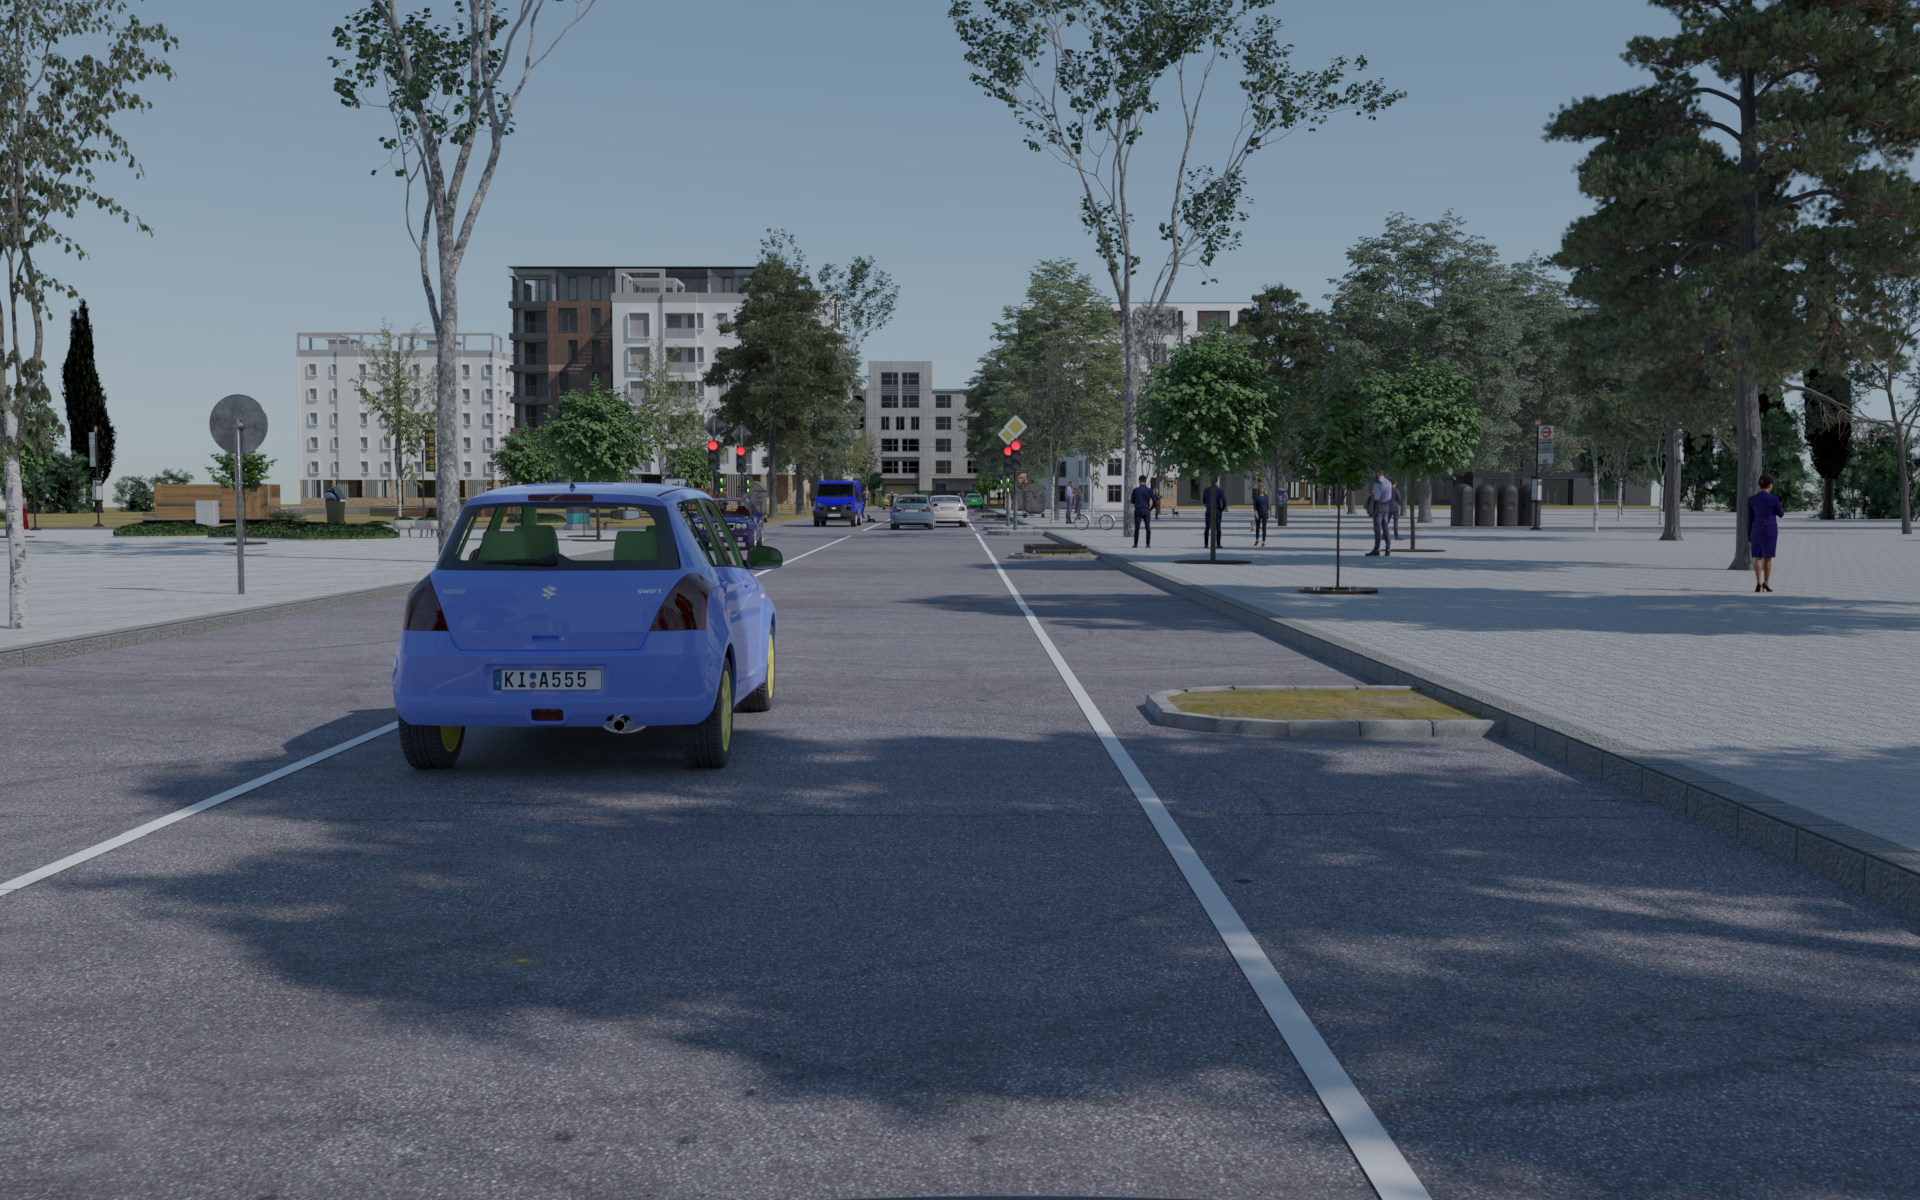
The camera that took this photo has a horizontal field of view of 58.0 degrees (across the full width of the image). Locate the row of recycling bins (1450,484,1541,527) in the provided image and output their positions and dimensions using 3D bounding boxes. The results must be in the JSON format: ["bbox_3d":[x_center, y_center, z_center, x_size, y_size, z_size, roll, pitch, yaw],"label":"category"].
[{"bbox_3d":[21.238,-3.759,68.572,3.534,1.692,1.069,0,4,-3],"label":"row of recycling bins"}]

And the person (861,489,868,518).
[{"bbox_3d":[-5.653,-5.670,101.902,0.504,1.737,0.576,1,4,9],"label":"person"}]

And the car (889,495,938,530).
[{"bbox_3d":[-1.902,-3.570,70.372,2.014,1.417,4.499,0,4,1],"label":"car"}]

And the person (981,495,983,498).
[{"bbox_3d":[2.875,-13.079,219.748,0.599,1.838,0.709,2,4,24],"label":"person"}]

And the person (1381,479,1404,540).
[{"bbox_3d":[11.959,-2.502,47.874,0.530,1.710,0.541,-2,4,-30],"label":"person"}]

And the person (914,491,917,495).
[{"bbox_3d":[-4.533,-10.047,173.484,0.721,1.736,1.217,2,4,25],"label":"person"}]

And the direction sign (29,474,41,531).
[{"bbox_3d":[-32.593,-4.217,60.943,0.379,3.537,0.876,-1,4,-12],"label":"direction sign"}]

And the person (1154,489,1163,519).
[{"bbox_3d":[10.004,-4.847,87.557,0.388,1.546,0.482,3,5,39],"label":"person"}]

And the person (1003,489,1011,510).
[{"bbox_3d":[3.845,-8.181,140.465,0.621,1.740,0.551,2,4,26],"label":"person"}]

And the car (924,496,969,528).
[{"bbox_3d":[-0.648,-3.868,75.595,2.083,1.381,4.827,0,4,-2],"label":"car"}]

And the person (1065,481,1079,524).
[{"bbox_3d":[4.820,-4.175,74.169,0.599,1.838,0.709,1,4,14],"label":"person"}]

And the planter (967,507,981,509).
[{"bbox_3d":[1.405,-9.160,170.897,1.991,0.319,1.994,0,4,0],"label":"planter"}]

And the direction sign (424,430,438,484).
[{"bbox_3d":[-18.404,-4.227,61.109,0.876,3.537,0.379,-1,4,-16],"label":"direction sign"}]

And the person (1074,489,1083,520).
[{"bbox_3d":[5.781,-4.656,84.377,0.429,1.552,0.499,1,4,10],"label":"person"}]

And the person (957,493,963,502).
[{"bbox_3d":[-0.007,-6.581,118.798,0.574,1.496,0.600,3,4,37],"label":"person"}]

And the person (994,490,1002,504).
[{"bbox_3d":[4.835,-12.778,214.984,1.348,1.821,0.705,-1,4,-13],"label":"person"}]

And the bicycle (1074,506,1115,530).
[{"bbox_3d":[4.787,-2.943,61.336,1.543,0.972,0.635,1,4,21],"label":"bicycle"}]

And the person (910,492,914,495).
[{"bbox_3d":[-5.823,-12.418,212.269,1.217,1.736,0.721,-2,4,-27],"label":"person"}]

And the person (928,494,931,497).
[{"bbox_3d":[-2.634,-8.092,143.996,0.799,1.438,0.628,2,4,32],"label":"person"}]

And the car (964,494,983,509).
[{"bbox_3d":[1.311,-9.429,162.967,1.959,1.807,4.718,0,4,1],"label":"car"}]

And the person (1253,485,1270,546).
[{"bbox_3d":[7.390,-2.084,42.657,0.480,1.512,0.613,-1,4,-22],"label":"person"}]

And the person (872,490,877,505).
[{"bbox_3d":[-10.190,-12.226,206.464,0.721,1.766,1.217,1,4,17],"label":"person"}]

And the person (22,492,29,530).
[{"bbox_3d":[-34.803,-3.253,64.150,0.523,1.526,0.387,-2,4,-31],"label":"person"}]

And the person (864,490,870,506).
[{"bbox_3d":[-9.945,-10.805,183.499,0.742,1.727,0.445,-1,4,-17],"label":"person"}]

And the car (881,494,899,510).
[{"bbox_3d":[-6.284,-9.159,159.974,2.015,1.641,3.980,0,4,0],"label":"car"}]

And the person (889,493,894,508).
[{"bbox_3d":[-5.448,-7.891,139.734,0.471,1.553,0.569,3,4,37],"label":"person"}]

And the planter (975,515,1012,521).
[{"bbox_3d":[1.807,-4.441,93.742,1.991,0.319,1.994,0,4,0],"label":"planter"}]

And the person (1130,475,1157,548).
[{"bbox_3d":[4.354,-2.113,41.300,0.576,1.737,0.504,-1,4,-9],"label":"person"}]

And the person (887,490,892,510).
[{"bbox_3d":[-6.348,-9.066,156.604,0.599,1.838,0.709,1,4,21],"label":"person"}]

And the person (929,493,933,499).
[{"bbox_3d":[-2.002,-6.653,119.645,0.453,1.535,0.546,-3,4,-37],"label":"person"}]

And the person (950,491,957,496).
[{"bbox_3d":[-0.705,-11.666,199.254,1.348,1.821,0.705,2,4,32],"label":"person"}]

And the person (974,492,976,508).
[{"bbox_3d":[1.461,-9.998,172.676,0.721,1.736,1.217,0,4,1],"label":"person"}]

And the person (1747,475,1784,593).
[{"bbox_3d":[10.544,-0.873,22.683,0.453,1.535,0.546,1,4,22],"label":"person"}]

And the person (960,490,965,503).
[{"bbox_3d":[0.089,-9.215,159.613,0.683,1.767,0.568,-1,4,-19],"label":"person"}]

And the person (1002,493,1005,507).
[{"bbox_3d":[4.500,-10.259,174.481,0.721,1.736,1.217,1,4,22],"label":"person"}]

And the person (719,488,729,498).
[{"bbox_3d":[-9.651,-3.870,70.792,0.415,1.643,0.593,0,4,4],"label":"person"}]

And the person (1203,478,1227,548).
[{"bbox_3d":[6.043,-2.101,41.100,0.576,1.737,0.504,1,4,12],"label":"person"}]

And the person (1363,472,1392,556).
[{"bbox_3d":[8.602,-1.832,35.865,0.709,1.838,0.599,-3,5,-43],"label":"person"}]

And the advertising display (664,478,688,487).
[{"bbox_3d":[-11.202,-3.861,68.345,0.974,1.923,0.123,1,4,10],"label":"advertising display"}]

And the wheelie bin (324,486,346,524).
[{"bbox_3d":[-24.737,-3.707,68.516,0.693,1.594,0.980,0,4,2],"label":"wheelie bin"}]

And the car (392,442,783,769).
[{"bbox_3d":[-2.062,-0.046,10.340,1.945,1.707,3.694,0,4,-1],"label":"car"}]

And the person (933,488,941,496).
[{"bbox_3d":[-1.114,-4.836,88.259,0.565,1.739,0.600,2,4,30],"label":"person"}]

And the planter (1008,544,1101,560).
[{"bbox_3d":[2.086,-1.078,38.758,1.991,0.319,1.994,0,4,0],"label":"planter"}]

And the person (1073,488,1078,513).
[{"bbox_3d":[7.732,-6.721,116.757,0.431,1.722,0.655,0,4,8],"label":"person"}]
